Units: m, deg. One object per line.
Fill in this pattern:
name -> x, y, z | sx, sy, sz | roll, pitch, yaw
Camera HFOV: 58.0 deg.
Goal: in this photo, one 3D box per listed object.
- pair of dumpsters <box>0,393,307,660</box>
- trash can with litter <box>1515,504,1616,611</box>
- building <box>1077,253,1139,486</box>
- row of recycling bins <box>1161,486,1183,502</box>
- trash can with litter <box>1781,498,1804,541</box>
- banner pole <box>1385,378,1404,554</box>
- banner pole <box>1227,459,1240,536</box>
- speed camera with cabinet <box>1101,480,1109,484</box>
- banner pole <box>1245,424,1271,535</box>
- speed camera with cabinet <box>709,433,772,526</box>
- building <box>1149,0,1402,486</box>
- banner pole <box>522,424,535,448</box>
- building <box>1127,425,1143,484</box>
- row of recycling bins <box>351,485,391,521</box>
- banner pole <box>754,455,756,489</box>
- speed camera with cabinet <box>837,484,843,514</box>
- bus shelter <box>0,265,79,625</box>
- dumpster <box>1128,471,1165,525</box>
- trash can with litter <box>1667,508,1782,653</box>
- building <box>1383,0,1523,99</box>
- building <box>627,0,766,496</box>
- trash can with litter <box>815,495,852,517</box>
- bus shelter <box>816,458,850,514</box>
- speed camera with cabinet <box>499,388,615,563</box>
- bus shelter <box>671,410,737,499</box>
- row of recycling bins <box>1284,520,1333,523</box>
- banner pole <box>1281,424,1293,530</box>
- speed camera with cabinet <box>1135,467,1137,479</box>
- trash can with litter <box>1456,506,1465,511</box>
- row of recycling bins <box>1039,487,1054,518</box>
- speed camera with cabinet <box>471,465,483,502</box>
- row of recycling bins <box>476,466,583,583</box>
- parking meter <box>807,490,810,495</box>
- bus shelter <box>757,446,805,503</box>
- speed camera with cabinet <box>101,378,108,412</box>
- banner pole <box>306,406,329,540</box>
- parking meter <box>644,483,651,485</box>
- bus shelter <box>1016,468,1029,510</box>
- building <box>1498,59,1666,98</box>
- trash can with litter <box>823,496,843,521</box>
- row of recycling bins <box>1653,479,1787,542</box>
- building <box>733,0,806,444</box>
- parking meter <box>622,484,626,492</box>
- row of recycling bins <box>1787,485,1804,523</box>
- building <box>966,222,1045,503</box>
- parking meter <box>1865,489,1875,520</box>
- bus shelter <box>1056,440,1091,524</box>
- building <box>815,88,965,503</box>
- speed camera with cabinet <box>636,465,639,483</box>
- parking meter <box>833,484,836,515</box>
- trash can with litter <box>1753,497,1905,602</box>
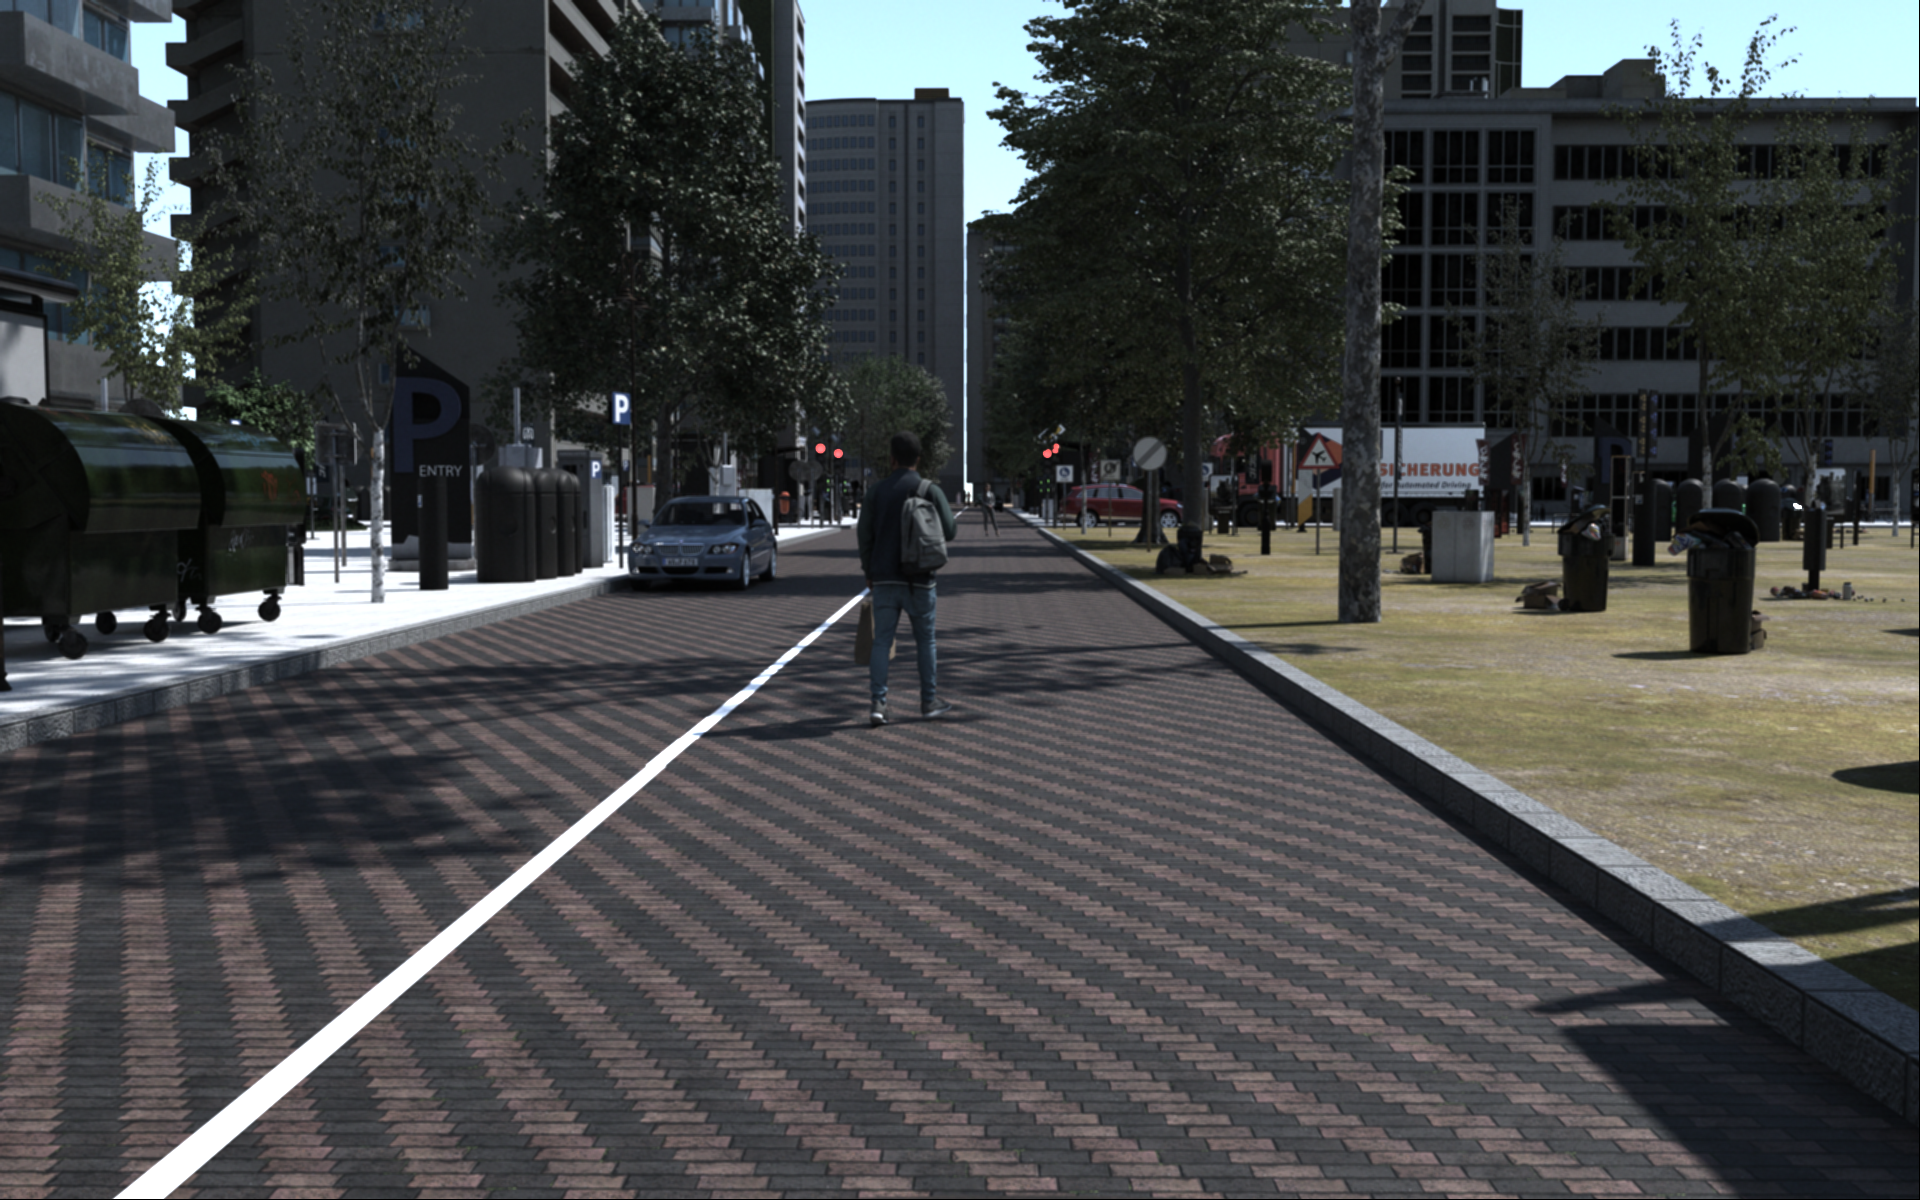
pair of dumpsters -> -7.385, -0.787, 15.366 | 1.574, 2.255, 4.437 | 0, 4, 1
trash can with litter -> 6.662, -0.473, 19.126 | 0.624, 1.170, 1.055 | -3, 5, -44
building -> 26.966, -34.773, 260.414 | 23.993, 40.220, 32.217 | 0, 4, 1
row of recycling bins -> 10.684, -5.000, 88.866 | 3.534, 1.692, 1.069 | 3, 5, 44
trash can with litter -> 22.978, -2.209, 47.506 | 0.624, 1.170, 1.055 | 0, 4, -6
banner pole -> 9.492, -2.905, 37.512 | 0.401, 3.779, 0.863 | 2, 4, 24
banner pole -> 8.286, -3.826, 52.576 | 0.401, 3.779, 0.863 | 1, 4, 17
speed camera with cabinet -> 9.066, -6.762, 104.886 | 0.660, 3.252, 2.038 | -1, 4, -13
banner pole -> 9.264, -3.907, 53.895 | 0.863, 3.779, 0.401 | 2, 4, 25
speed camera with cabinet -> -7.090, -3.776, 56.067 | 2.038, 3.252, 0.660 | -3, 4, -38
building -> 29.611, -33.264, 167.570 | 21.300, 48.544, 21.600 | 0, 4, 1
banner pole -> -13.604, -3.921, 54.132 | 0.401, 3.779, 0.863 | 3, 5, 41
building -> 33.826, -21.385, 194.686 | 27.650, 21.520, 28.899 | 0, 4, 1
row of recycling bins -> -28.713, -4.689, 83.786 | 3.534, 1.692, 1.069 | 2, 4, 33
banner pole -> -10.484, -6.139, 90.396 | 0.863, 3.779, 0.401 | 0, 4, -1
speed camera with cabinet -> -7.868, -7.079, 110.079 | 0.660, 3.252, 2.038 | -2, 4, -24
bus shelter -> -9.782, -2.141, 12.644 | 2.179, 5.291, 8.768 | 0, 4, 1
dumpster -> 7.820, -4.320, 73.132 | 1.502, 2.255, 1.985 | 0, 4, 1
trash can with litter -> 6.258, -0.173, 14.221 | 0.624, 1.170, 1.055 | 3, 4, 37
building -> 70.790, -49.841, 253.145 | 20.611, 71.187, 20.563 | 0, 4, 1
building -> -30.496, -33.256, 163.349 | 23.786, 49.044, 30.456 | 0, 4, 1
trash can with litter -> -7.788, -5.869, 107.019 | 2.233, 1.210, 1.678 | 0, 4, 2
bus shelter -> -8.357, -7.539, 114.553 | 1.731, 3.624, 6.357 | 0, 4, 1
speed camera with cabinet -> -7.538, -2.329, 32.414 | 2.038, 3.252, 0.660 | 0, 4, 3
bus shelter -> -9.343, -5.110, 61.180 | 2.179, 5.291, 8.768 | 0, 4, 1
row of recycling bins -> 15.962, -4.226, 76.201 | 3.534, 1.692, 1.069 | 2, 4, 31
banner pole -> 11.808, -4.407, 62.063 | 0.401, 3.779, 0.863 | 2, 4, 26
speed camera with cabinet -> 12.569, -7.960, 124.479 | 0.660, 3.252, 2.038 | 2, 4, 28
trash can with litter -> 40.644, -7.897, 140.496 | 0.624, 1.170, 1.055 | 2, 4, 29
row of recycling bins -> 4.846, -5.327, 94.208 | 1.069, 1.692, 3.534 | 0, 4, 6
speed camera with cabinet -> -13.400, -3.323, 48.662 | 2.038, 3.252, 0.660 | 3, 5, 40
row of recycling bins -> -6.550, -1.196, 26.665 | 1.069, 1.692, 3.534 | 0, 4, 2
parking meter -> -8.906, -5.735, 102.175 | 0.372, 1.533, 0.369 | 0, 3, 0
bus shelter -> -8.957, -5.868, 87.221 | 1.731, 3.624, 6.357 | 0, 4, 1
speed camera with cabinet -> -14.882, -2.116, 28.935 | 0.660, 3.252, 2.038 | 3, 5, 41
banner pole -> -18.106, -3.597, 48.827 | 0.863, 3.779, 0.401 | 1, 4, 20
parking meter -> -16.006, -5.089, 88.911 | 0.255, 1.863, 0.399 | -2, 4, -32
bus shelter -> 5.485, -8.770, 137.315 | 2.014, 3.302, 5.546 | 0, 4, 1
building -> 69.942, -35.127, 198.032 | 21.600, 48.544, 21.300 | 0, 4, 1
trash can with litter -> -6.073, -4.345, 82.431 | 1.055, 1.170, 0.624 | 1, 4, 16
row of recycling bins -> 20.440, -2.453, 47.213 | 3.534, 1.692, 1.069 | 1, 4, 16
building -> -32.141, -40.177, 198.887 | 28.212, 58.520, 21.231 | 0, 4, 1
parking meter -> -19.599, -5.859, 101.506 | 0.255, 1.863, 0.399 | 1, 4, 19
row of recycling bins -> 37.018, -4.257, 76.721 | 1.069, 1.692, 3.534 | -3, 4, -37
building -> 7.825, -34.804, 252.637 | 14.086, 41.232, 14.154 | 0, 4, 1
parking meter -> 43.917, -4.599, 83.602 | 0.372, 1.533, 0.369 | 0, 3, 0
bus shelter -> 4.893, -5.292, 77.805 | 1.731, 3.624, 6.357 | 0, 4, 1
building -> -13.392, -43.578, 254.499 | 28.212, 58.520, 21.231 | 0, 4, 1
speed camera with cabinet -> -21.965, -7.551, 117.794 | 0.660, 3.252, 2.038 | 1, 4, 9
parking meter -> -7.379, -5.838, 101.170 | 0.255, 1.863, 0.399 | -3, 4, -37
trash can with litter -> 10.799, -0.654, 21.744 | 1.678, 1.210, 2.233 | 1, 4, 20
